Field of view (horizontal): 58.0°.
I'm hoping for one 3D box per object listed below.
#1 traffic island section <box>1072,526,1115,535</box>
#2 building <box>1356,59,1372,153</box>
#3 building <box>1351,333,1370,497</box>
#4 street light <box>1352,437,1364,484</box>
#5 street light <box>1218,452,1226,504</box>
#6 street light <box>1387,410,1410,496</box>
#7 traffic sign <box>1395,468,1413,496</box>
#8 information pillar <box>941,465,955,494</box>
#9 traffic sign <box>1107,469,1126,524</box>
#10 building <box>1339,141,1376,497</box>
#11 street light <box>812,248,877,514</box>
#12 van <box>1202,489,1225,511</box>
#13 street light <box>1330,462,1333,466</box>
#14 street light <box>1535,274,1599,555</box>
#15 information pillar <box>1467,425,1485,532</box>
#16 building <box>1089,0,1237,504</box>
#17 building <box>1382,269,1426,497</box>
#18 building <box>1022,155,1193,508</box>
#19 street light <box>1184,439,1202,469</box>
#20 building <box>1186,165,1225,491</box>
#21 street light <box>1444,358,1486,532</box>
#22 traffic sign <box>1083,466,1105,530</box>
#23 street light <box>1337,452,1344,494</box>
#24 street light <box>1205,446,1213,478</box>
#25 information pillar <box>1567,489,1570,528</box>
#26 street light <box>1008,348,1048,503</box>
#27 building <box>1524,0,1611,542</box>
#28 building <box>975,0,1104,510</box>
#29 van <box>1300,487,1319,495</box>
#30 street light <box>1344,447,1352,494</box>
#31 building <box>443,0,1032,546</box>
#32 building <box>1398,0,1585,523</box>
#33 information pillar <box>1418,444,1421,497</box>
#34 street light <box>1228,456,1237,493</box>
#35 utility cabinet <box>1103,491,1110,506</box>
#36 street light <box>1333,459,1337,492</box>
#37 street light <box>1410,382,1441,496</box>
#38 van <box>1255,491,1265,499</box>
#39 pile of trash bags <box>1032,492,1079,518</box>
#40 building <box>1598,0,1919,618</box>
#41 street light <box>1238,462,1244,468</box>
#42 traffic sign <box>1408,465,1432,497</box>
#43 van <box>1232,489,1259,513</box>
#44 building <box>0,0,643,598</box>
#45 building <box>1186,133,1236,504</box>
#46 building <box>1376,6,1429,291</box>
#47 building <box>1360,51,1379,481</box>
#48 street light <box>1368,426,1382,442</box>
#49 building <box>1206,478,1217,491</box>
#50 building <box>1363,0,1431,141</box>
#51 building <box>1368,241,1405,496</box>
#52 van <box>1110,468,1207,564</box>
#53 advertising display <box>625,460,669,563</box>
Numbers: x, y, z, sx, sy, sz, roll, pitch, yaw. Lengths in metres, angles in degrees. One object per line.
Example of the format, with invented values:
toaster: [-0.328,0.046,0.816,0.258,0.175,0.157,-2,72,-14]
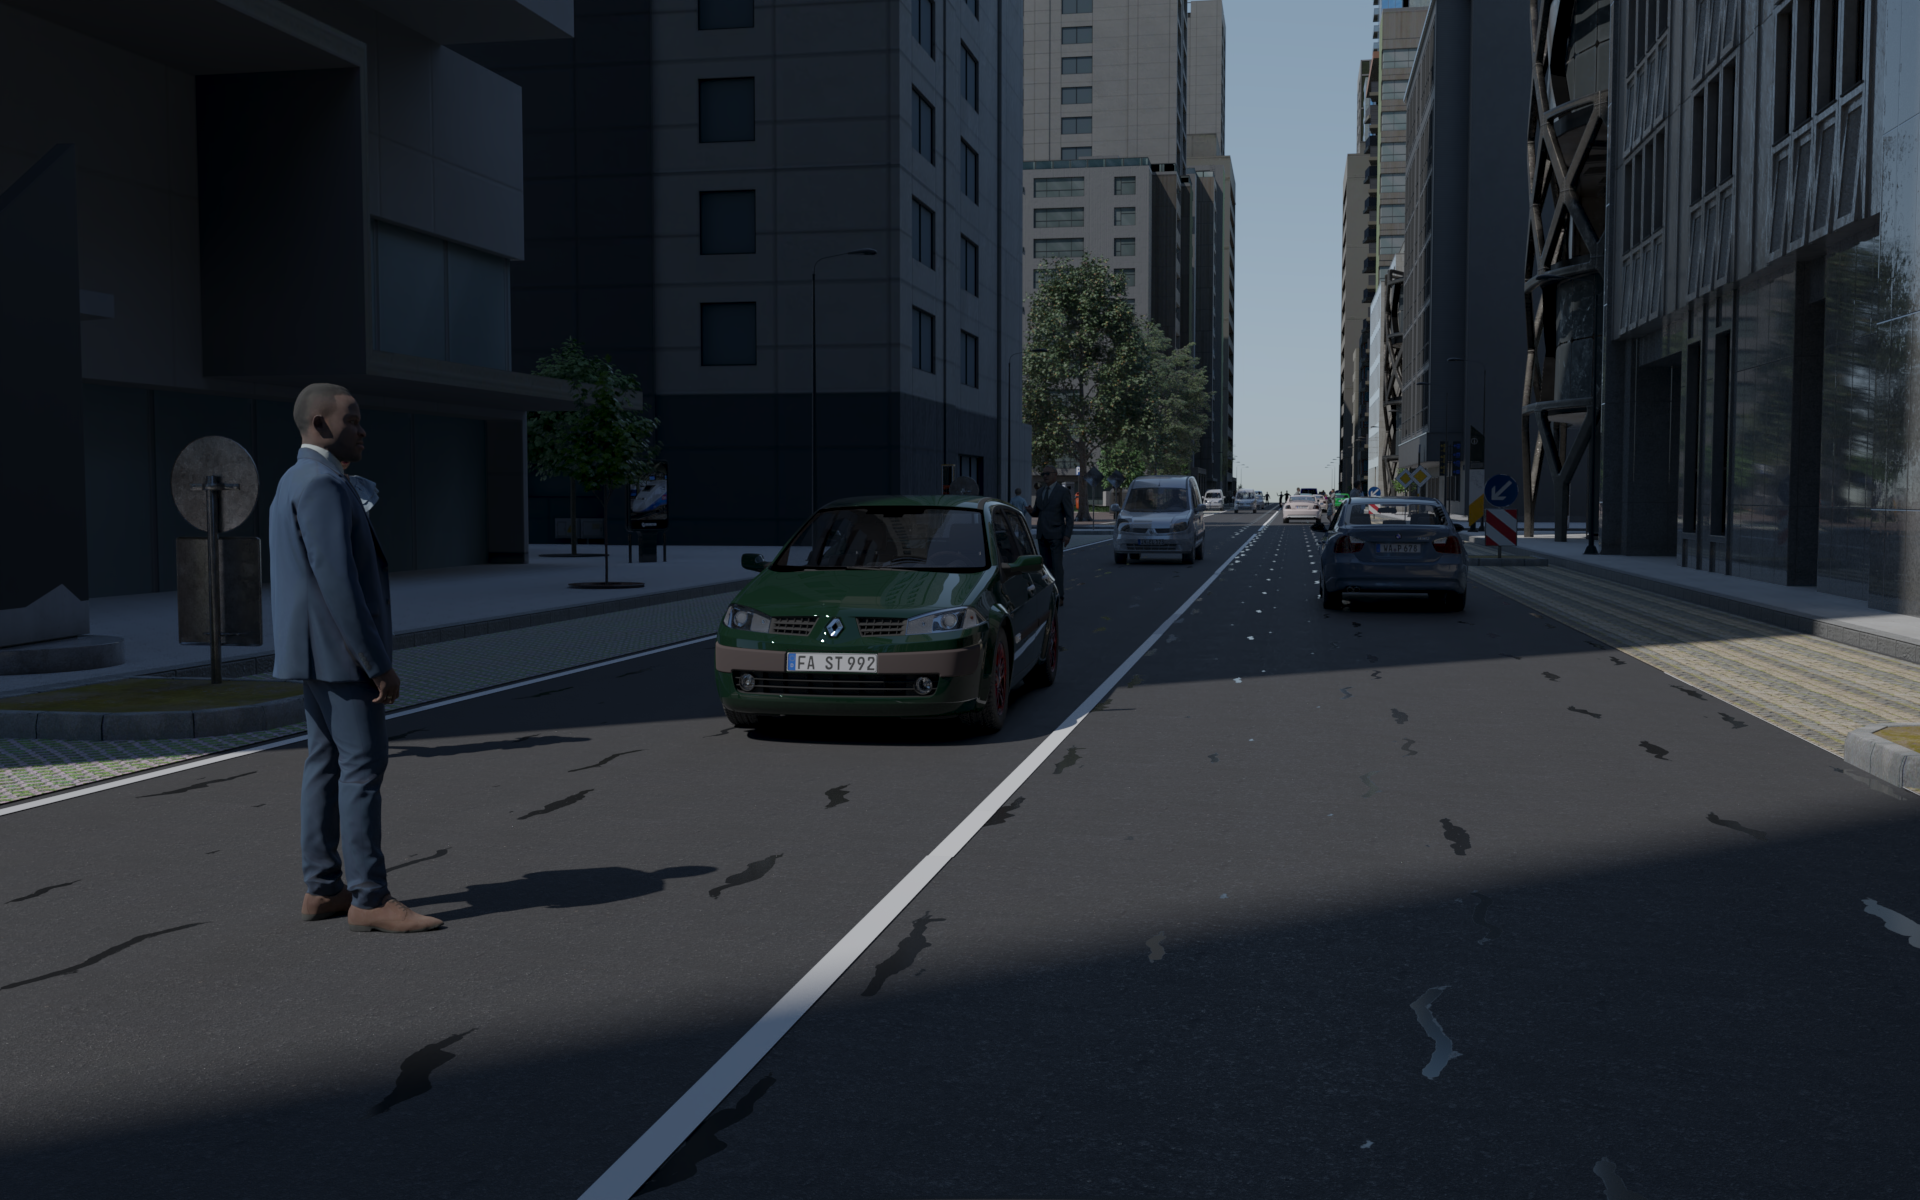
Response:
traffic island section: [4.729,-2.410,61.686,2.009,0.180,2.903,1,4,11]
building: [73.054,-51.684,283.278,20.563,71.187,20.611,1,4,11]
building: [59.343,-21.549,197.362,27.650,21.520,28.899,1,4,11]
street light: [34.395,-10.703,147.538,1.470,5.913,1.316,1,4,11]
street light: [28.239,-13.342,190.680,1.470,5.913,1.316,1,4,11]
street light: [24.327,-7.529,95.642,1.470,5.913,1.316,1,4,11]
traffic sign: [17.306,-3.894,67.314,0.795,2.450,0.064,1,4,11]
information pillar: [-0.291,-2.370,43.246,0.304,2.012,0.304,0,4,8]
traffic sign: [6.270,-4.026,69.461,0.795,2.450,0.064,1,4,11]
building: [62.280,-37.226,232.341,21.300,48.544,21.600,1,4,11]
street light: [-2.254,-3.698,33.007,1.470,5.913,1.316,1,4,11]
van: [21.791,-8.670,148.765,2.013,2.044,4.112,1,4,10]
street light: [49.961,-15.693,229.113,1.470,5.913,1.316,1,4,11]
street light: [12.863,-3.923,36.683,1.470,5.913,1.316,1,4,11]
information pillar: [17.384,-4.094,58.299,0.504,3.616,0.183,1,4,21]
building: [31.026,-50.133,257.928,20.563,71.187,20.611,1,4,11]
building: [36.502,-15.088,114.133,16.820,18.784,16.811,1,4,11]
building: [12.872,-23.244,151.742,14.160,30.474,14.107,1,4,11]
street light: [19.384,-10.554,145.095,1.470,5.913,1.316,1,4,11]
building: [24.622,-32.214,210.285,14.154,41.232,14.086,1,4,11]
street light: [17.315,-5.296,59.132,1.470,5.913,1.316,1,4,11]
traffic sign: [4.754,-3.546,61.620,0.795,2.450,0.064,1,4,11]
street light: [43.004,-13.453,192.492,1.470,5.913,1.316,1,4,11]
street light: [23.905,-11.968,168.209,1.470,5.913,1.316,1,4,11]
information pillar: [22.908,-3.741,65.662,0.304,2.012,0.304,-3,5,-40]
street light: [2.112,-5.072,55.472,1.470,5.913,1.316,1,4,11]
building: [24.534,-11.068,48.421,16.820,18.784,16.811,1,4,11]
building: [13.674,-44.646,168.208,20.563,71.187,20.611,1,4,11]
van: [35.611,-10.558,177.007,2.240,2.365,5.245,1,4,10]
street light: [38.758,-12.077,170.004,1.470,5.913,1.316,1,4,11]
building: [-9.492,-37.521,51.715,20.611,71.187,20.563,1,4,11]
building: [30.570,-18.046,88.563,14.314,27.812,24.014,1,4,11]
information pillar: [21.580,-5.509,81.420,0.183,3.616,0.504,1,4,18]
street light: [35.197,-15.524,226.354,1.470,5.913,1.316,1,4,11]
utility cabinet: [11.958,-8.002,139.507,0.318,1.500,1.173,3,4,39]
street light: [47.629,-14.887,215.941,1.470,5.913,1.316,1,4,11]
street light: [19.636,-6.081,71.965,1.470,5.913,1.316,1,4,11]
van: [35.811,-12.358,209.062,2.013,2.044,4.112,1,4,12]
pile of trash bags: [5.492,-5.141,93.800,1.912,1.369,3.447,-3,5,-45]
building: [17.592,-12.672,25.211,12.078,24.808,19.932,1,4,11]
street light: [43.922,-18.289,271.557,1.470,5.913,1.316,1,4,11]
traffic sign: [15.791,-3.415,59.474,0.795,2.450,0.064,1,4,11]
van: [21.770,-7.645,132.003,2.013,2.044,4.112,1,4,11]
building: [-21.418,-26.280,18.912,28.713,52.752,27.495,1,4,11]
building: [26.477,-37.539,237.463,21.300,48.544,21.600,1,4,11]
building: [42.867,-28.449,148.741,14.154,41.232,14.086,1,4,11]
building: [50.778,-31.457,168.941,22.147,44.769,28.867,1,4,11]
street light: [28.667,-8.905,118.132,1.470,5.913,1.316,1,4,11]
building: [12.311,-30.643,192.900,32.217,40.220,23.993,1,4,11]
building: [68.944,-57.780,257.369,22.319,86.520,31.000,1,4,11]
building: [36.711,-16.906,131.160,10.420,20.320,16.860,1,4,11]
van: [4.275,-1.826,36.859,2.013,2.044,4.112,1,4,12]
advertising display: [-5.856,-1.665,32.434,0.123,1.923,0.974,3,4,38]
